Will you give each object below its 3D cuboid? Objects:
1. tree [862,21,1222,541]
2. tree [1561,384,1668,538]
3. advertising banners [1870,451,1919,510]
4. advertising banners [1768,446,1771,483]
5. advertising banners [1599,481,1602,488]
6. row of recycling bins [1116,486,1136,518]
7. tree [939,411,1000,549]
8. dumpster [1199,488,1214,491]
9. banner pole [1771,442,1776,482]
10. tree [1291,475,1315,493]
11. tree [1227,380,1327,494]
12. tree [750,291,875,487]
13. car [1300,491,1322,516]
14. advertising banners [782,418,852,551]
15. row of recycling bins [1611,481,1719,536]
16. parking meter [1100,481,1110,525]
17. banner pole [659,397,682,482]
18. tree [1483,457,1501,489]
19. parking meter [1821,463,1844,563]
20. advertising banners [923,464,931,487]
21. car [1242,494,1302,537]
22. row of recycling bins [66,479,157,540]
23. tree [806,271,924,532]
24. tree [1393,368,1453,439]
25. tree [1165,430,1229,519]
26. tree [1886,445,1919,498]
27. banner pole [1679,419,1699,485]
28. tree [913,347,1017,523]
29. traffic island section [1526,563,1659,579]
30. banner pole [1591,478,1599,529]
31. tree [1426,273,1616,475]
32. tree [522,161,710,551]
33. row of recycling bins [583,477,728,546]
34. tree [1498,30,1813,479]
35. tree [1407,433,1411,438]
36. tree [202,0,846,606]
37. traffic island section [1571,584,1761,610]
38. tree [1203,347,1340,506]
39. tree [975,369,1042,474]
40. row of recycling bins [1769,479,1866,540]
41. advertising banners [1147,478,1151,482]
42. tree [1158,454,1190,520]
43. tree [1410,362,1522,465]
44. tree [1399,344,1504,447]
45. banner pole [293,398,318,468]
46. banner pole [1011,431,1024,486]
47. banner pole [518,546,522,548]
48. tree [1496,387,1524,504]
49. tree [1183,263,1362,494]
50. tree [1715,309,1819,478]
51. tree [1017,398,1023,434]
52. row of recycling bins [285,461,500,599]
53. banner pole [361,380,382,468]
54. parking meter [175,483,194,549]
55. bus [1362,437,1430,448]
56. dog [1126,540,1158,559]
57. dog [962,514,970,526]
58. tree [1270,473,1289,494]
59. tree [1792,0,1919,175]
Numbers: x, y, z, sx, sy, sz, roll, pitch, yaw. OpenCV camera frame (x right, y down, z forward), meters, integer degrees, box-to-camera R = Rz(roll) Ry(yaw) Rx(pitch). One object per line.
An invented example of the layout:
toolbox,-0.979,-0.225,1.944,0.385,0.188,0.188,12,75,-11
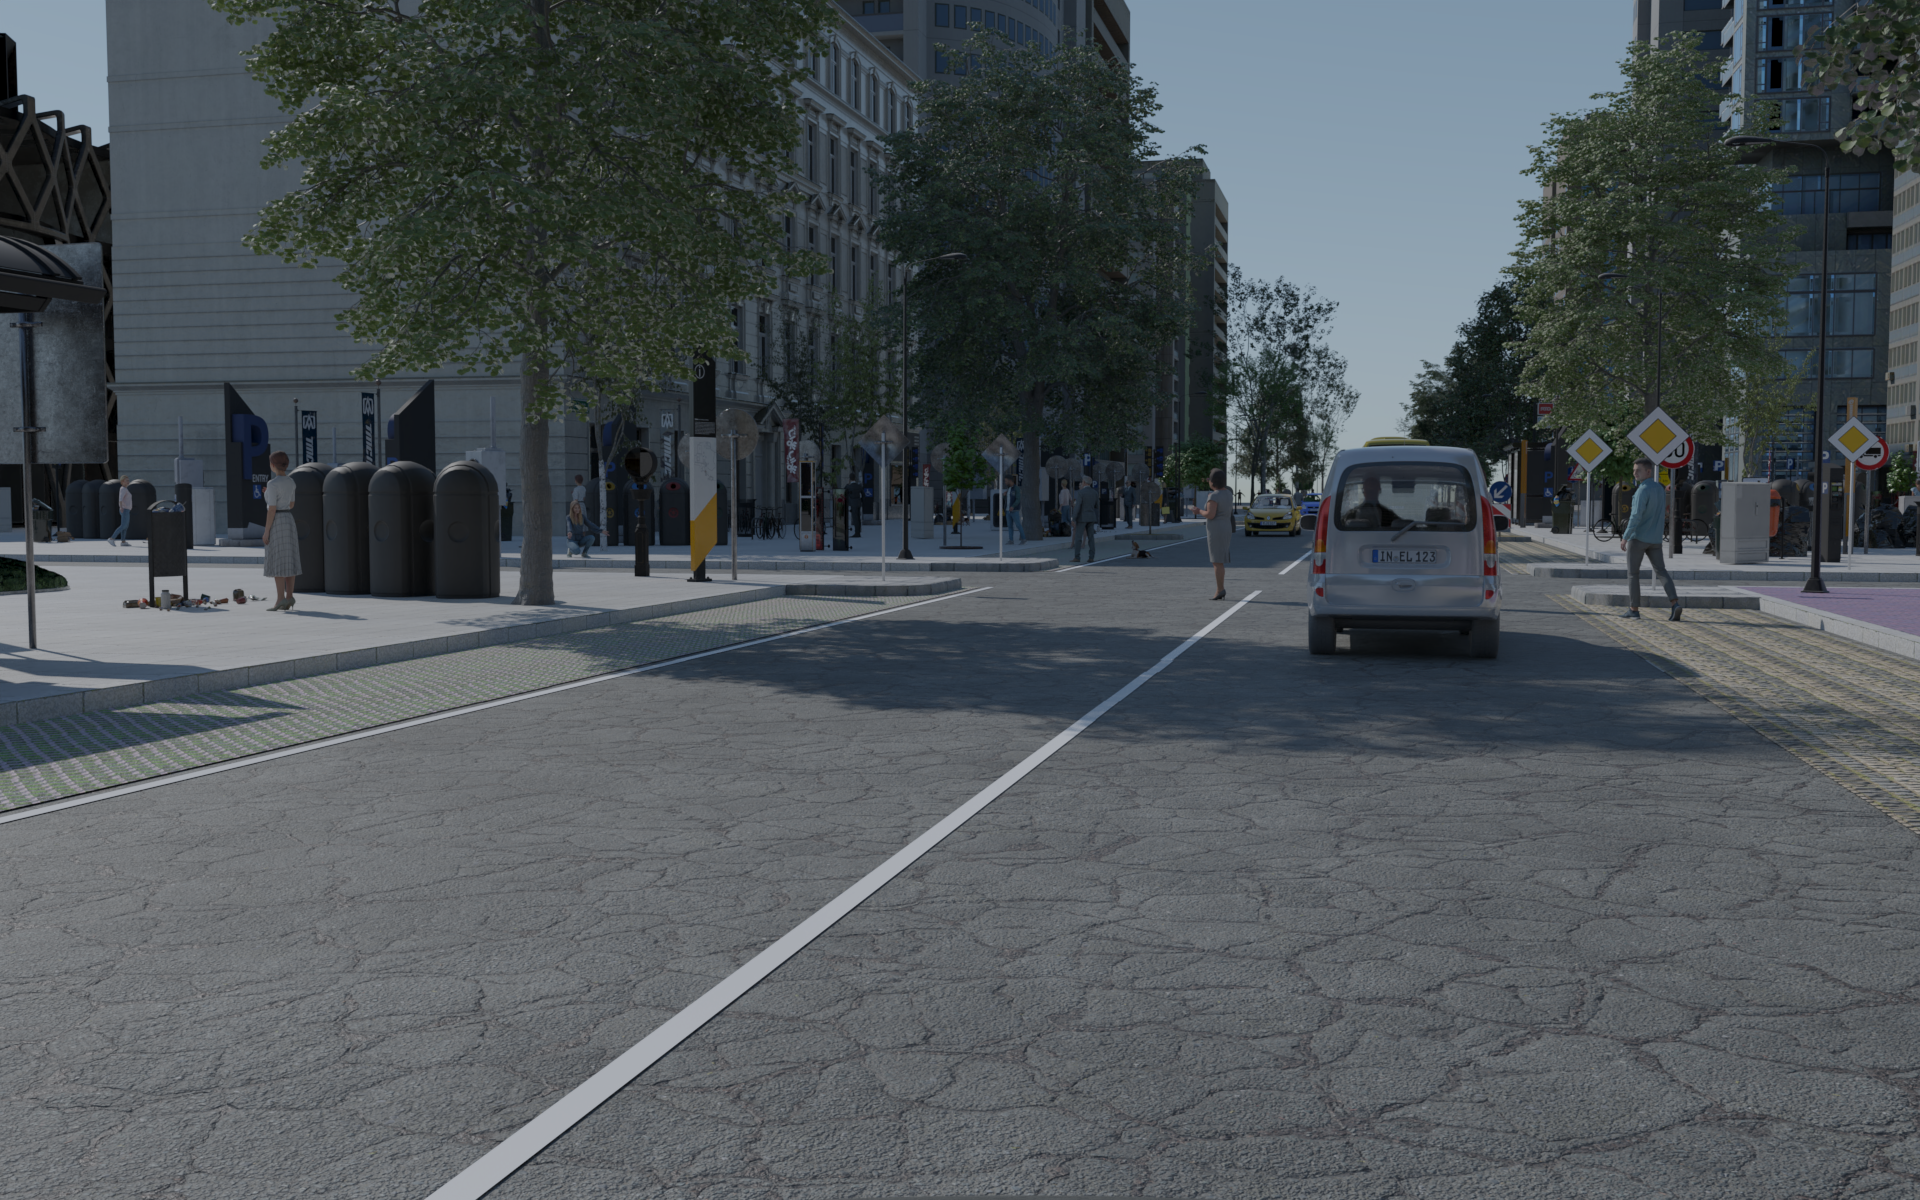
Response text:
tree,2.085,-8.620,47.589,9.857,13.997,8.962,0,3,0
tree,19.448,-4.111,50.933,4.285,4.588,4.351,0,3,0
advertising banners,37.853,-4.510,69.933,2.074,3.025,0.090,1,4,19
advertising banners,29.651,-4.112,63.417,0.090,3.025,2.074,2,4,28
advertising banners,29.460,-5.027,78.375,2.074,3.025,0.090,-2,4,-35
row of recycling bins,8.914,-5.239,92.774,1.069,1.692,3.534,1,4,11
tree,-0.031,-2.801,40.391,1.663,3.219,1.824,0,3,0
dumpster,14.924,-6.296,105.435,1.502,2.255,1.985,1,4,14
banner pole,38.901,-5.677,82.841,0.401,3.779,0.863,1,4,12
tree,43.704,-14.472,220.333,4.285,4.588,4.351,0,3,0
tree,30.597,-15.296,167.102,9.611,12.733,9.660,0,3,0
tree,-5.552,-6.927,63.615,4.360,8.622,3.978,0,3,0
car,21.287,-5.747,103.549,1.945,1.707,3.694,1,4,15
advertising banners,-3.269,-2.645,39.429,2.074,3.025,0.090,3,4,37
row of recycling bins,22.055,-2.882,54.232,1.069,1.692,3.534,-3,4,-37
parking meter,6.034,-4.073,72.300,0.399,1.863,0.255,1,4,10
banner pole,-7.429,-3.350,44.792,0.863,3.779,0.401,2,4,29
tree,38.789,-8.943,129.924,4.285,4.588,4.351,0,3,0
parking meter,16.344,-1.638,32.492,0.255,1.863,0.399,0,4,-2
advertising banners,-2.642,-6.392,100.698,2.074,3.025,0.090,-1,4,-23
car,10.793,-3.021,59.610,2.015,1.641,3.980,1,4,15
row of recycling bins,-24.325,-2.598,49.582,3.534,1.692,1.069,2,4,30
tree,-3.289,-6.575,57.866,4.737,8.622,4.395,0,3,0
tree,47.390,-15.765,168.122,12.009,13.543,11.850,0,3,0
tree,12.169,-6.428,88.810,4.285,4.588,4.351,0,3,0
tree,37.037,-4.511,68.362,1.663,3.219,1.824,0,3,0
banner pole,24.081,-4.126,57.482,0.863,3.779,0.401,0,4,4
tree,0.131,-7.648,75.412,4.360,8.622,3.978,0,3,0
traffic island section,11.180,-0.519,30.770,2.009,0.180,2.903,1,4,14
banner pole,23.493,-4.527,64.026,0.401,3.779,0.863,0,4,7
tree,28.251,-10.421,87.388,9.611,12.733,9.660,0,3,0
tree,-7.756,-5.391,38.507,4.360,8.622,3.978,0,3,0
row of recycling bins,-7.574,-2.203,43.126,3.534,1.692,1.069,-1,4,-12
tree,17.110,-7.643,43.085,7.486,12.596,7.792,0,3,0
tree,67.170,-20.175,247.984,7.486,12.596,7.792,0,3,0
tree,-4.885,-6.242,20.181,7.486,12.596,7.792,0,3,0
traffic island section,9.266,-0.045,23.017,2.009,0.180,2.903,1,4,14
tree,20.728,-11.977,121.586,9.928,11.665,9.643,0,3,0
tree,2.808,-8.977,97.129,4.737,8.622,4.395,0,3,0
row of recycling bins,23.972,-2.538,48.611,3.534,1.692,1.069,-2,4,-25
advertising banners,12.022,-6.699,105.709,2.074,3.025,0.090,-3,4,-39
tree,10.426,-5.526,84.953,1.663,3.219,1.824,0,3,0
tree,35.273,-11.312,119.369,8.767,10.594,7.601,0,4,5
tree,40.700,-14.358,141.404,9.857,13.997,8.962,0,3,0
banner pole,-17.215,-3.395,45.523,0.401,3.779,0.863,2,4,34
banner pole,2.248,-4.740,67.524,0.863,3.779,0.401,-1,4,-17
banner pole,-10.269,-3.163,41.732,0.401,3.779,0.863,3,5,39
tree,30.855,-8.987,97.295,4.360,8.622,3.978,0,3,0
tree,24.341,-17.451,141.205,12.611,20.169,13.585,0,3,0
tree,31.317,-7.196,68.012,4.737,8.622,4.395,0,3,0
tree,1.668,-8.654,91.861,4.360,8.622,3.978,0,3,0
row of recycling bins,-7.317,-0.919,22.136,3.534,1.692,1.069,2,4,29
banner pole,-12.781,-2.920,37.759,0.401,3.779,0.863,1,4,16
parking meter,-18.102,-1.957,40.403,0.372,1.533,0.369,0,3,0
bus,18.238,-4.999,73.286,2.896,3.916,12.252,1,4,12
dog,4.065,-1.122,38.535,0.748,0.427,0.550,0,4,7
dog,0.210,-3.230,69.646,0.406,0.507,0.540,0,3,0
tree,28.310,-9.747,153.957,1.663,3.219,1.824,0,3,0
tree,9.101,-6.276,9.269,9.857,13.997,8.962,0,3,0
